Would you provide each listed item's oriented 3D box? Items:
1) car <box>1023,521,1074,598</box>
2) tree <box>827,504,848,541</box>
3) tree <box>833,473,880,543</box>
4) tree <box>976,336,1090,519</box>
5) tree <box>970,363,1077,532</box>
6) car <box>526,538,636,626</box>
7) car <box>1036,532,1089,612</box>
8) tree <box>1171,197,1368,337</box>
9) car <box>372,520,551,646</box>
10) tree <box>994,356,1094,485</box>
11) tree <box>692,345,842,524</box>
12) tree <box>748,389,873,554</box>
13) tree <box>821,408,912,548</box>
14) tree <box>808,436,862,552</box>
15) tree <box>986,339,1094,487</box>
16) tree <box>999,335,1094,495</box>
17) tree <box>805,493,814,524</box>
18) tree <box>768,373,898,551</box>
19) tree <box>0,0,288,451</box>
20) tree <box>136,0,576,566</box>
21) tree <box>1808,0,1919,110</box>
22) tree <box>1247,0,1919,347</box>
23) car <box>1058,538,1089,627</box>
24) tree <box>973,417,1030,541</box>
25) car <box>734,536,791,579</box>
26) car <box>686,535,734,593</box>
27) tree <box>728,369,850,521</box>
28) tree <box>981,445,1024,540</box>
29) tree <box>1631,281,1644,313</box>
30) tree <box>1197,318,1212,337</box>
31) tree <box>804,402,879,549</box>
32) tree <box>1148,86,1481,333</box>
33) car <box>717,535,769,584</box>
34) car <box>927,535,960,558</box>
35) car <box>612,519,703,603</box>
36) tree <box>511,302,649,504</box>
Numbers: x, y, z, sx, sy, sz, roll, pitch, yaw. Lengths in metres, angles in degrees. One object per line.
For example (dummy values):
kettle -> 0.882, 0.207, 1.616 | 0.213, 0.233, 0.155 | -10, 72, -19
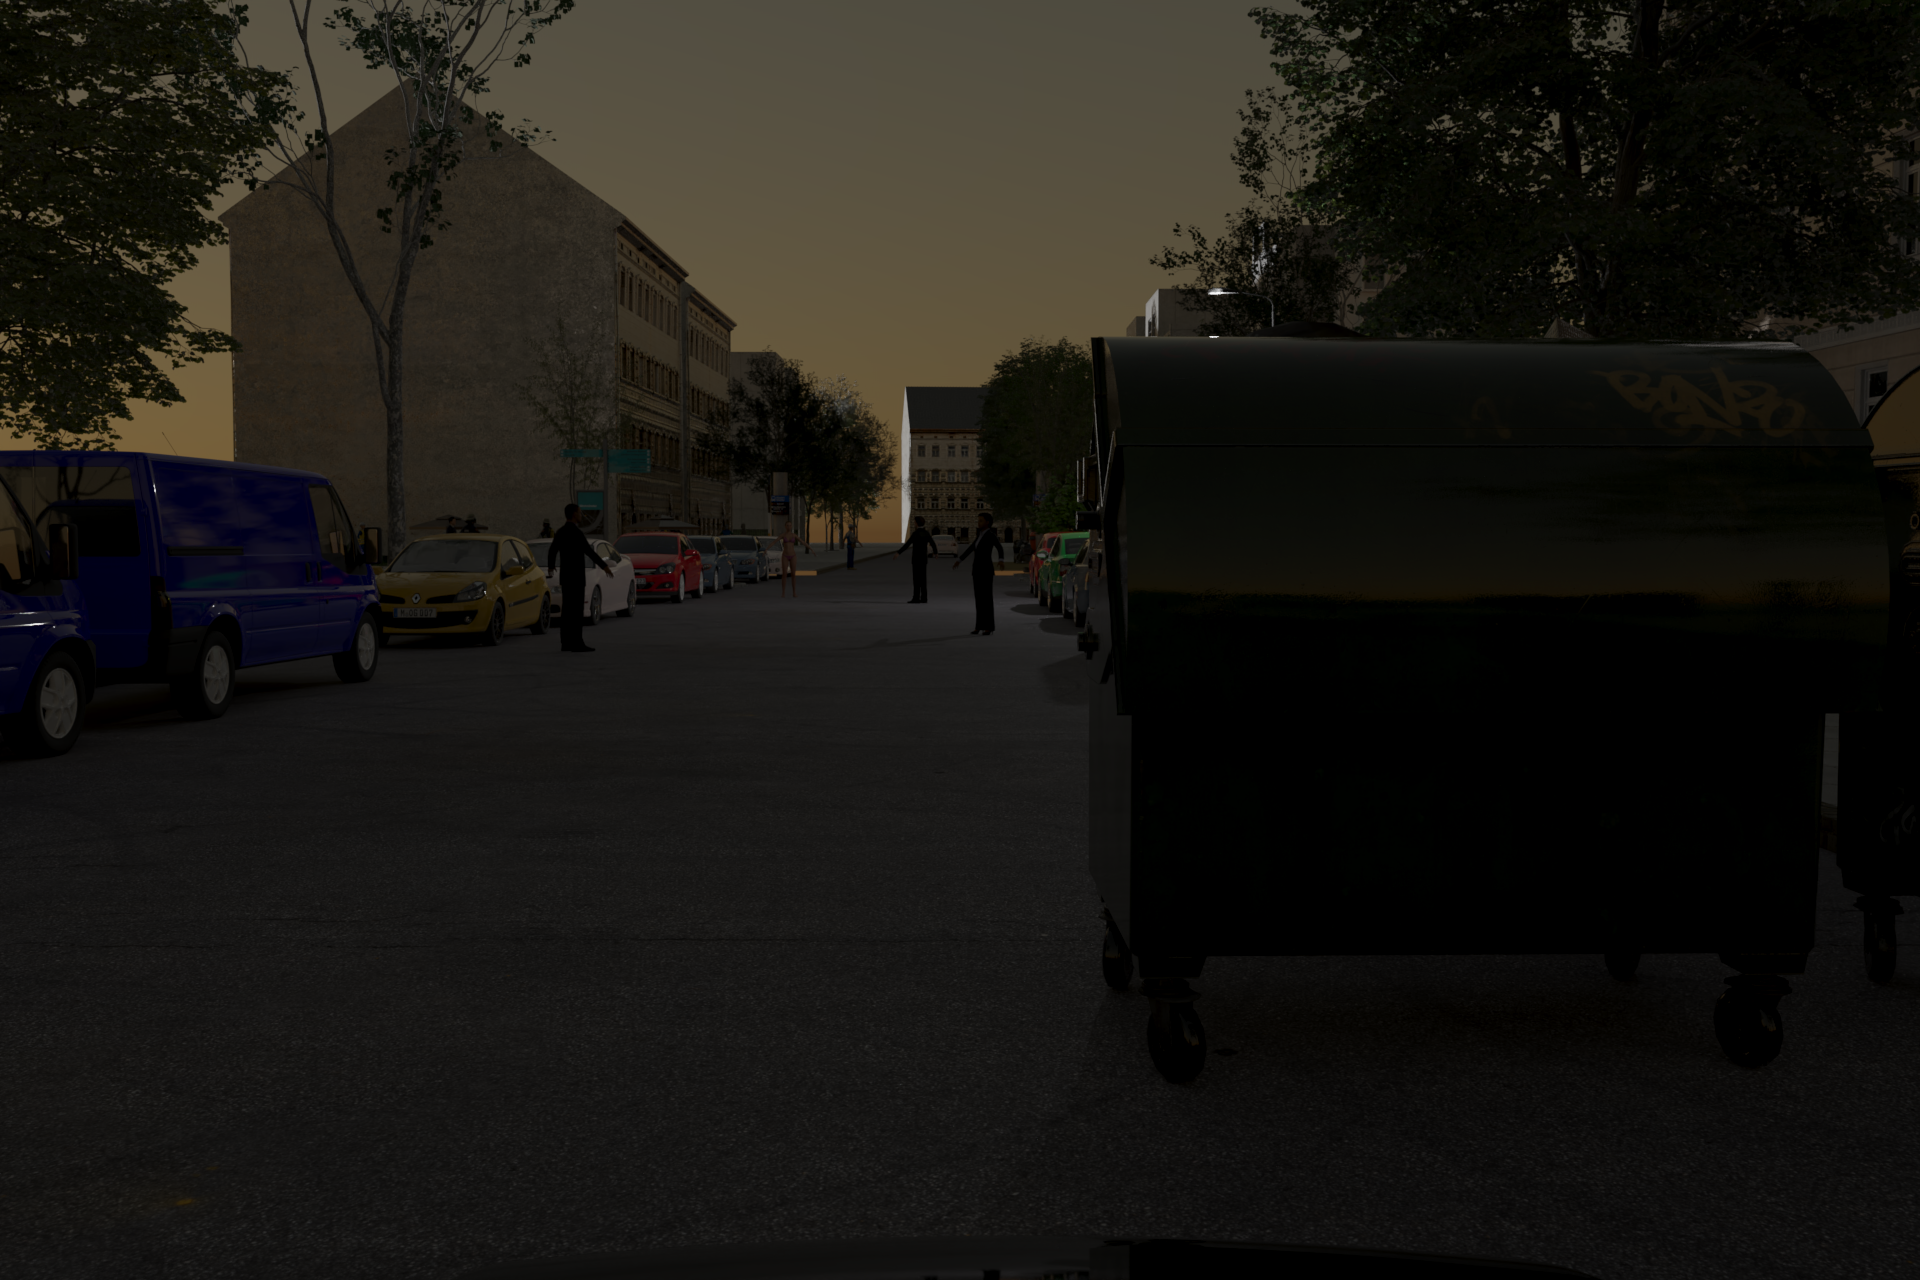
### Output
car -> 2.558, -1.921, 40.454 | 2.155, 1.783, 4.494 | 0, 4, 0
tree -> -17.796, -18.829, 258.210 | 4.360, 8.622, 3.978 | 0, 3, 0
tree -> -15.111, -19.908, 251.253 | 9.928, 11.665, 9.643 | 0, 3, 0
tree -> 5.626, -12.462, 110.411 | 9.857, 13.997, 8.962 | 0, 3, 0
tree -> 5.257, -13.299, 124.090 | 9.857, 13.997, 8.962 | 0, 3, 0
car -> -6.594, -0.994, 28.620 | 2.083, 1.381, 4.827 | 0, 4, 1
car -> 2.473, -1.484, 33.061 | 1.959, 1.807, 4.718 | 0, 4, -1
tree -> 8.670, -7.001, 48.879 | 7.601, 10.594, 8.767 | -1, 4, -20
car -> -6.748, -0.804, 23.365 | 2.015, 1.641, 3.980 | 0, 4, 0
tree -> 6.009, -10.682, 100.410 | 9.928, 11.665, 9.643 | 0, 3, 0
tree -> -9.650, -9.284, 86.201 | 8.767, 10.594, 7.601 | 1, 4, 15
tree -> -9.857, -10.802, 111.028 | 8.767, 10.594, 7.601 | 0, 4, -5
tree -> -9.972, -15.374, 161.733 | 12.009, 13.543, 11.850 | 0, 3, 0
tree -> -9.337, -10.613, 123.878 | 4.737, 8.622, 4.395 | 0, 3, 0
tree -> 5.415, -10.094, 90.800 | 9.928, 11.665, 9.643 | 0, 3, 0
tree -> 3.403, -6.944, 63.890 | 4.360, 8.622, 3.978 | 0, 3, 0
tree -> -24.204, -20.413, 251.875 | 7.486, 12.596, 7.792 | 0, 3, 0
tree -> -9.764, -13.565, 132.159 | 12.009, 13.543, 11.850 | 0, 3, 0
tree -> -12.795, -6.373, 22.320 | 7.486, 12.596, 7.792 | 0, 3, 0
tree -> -13.688, -11.153, 38.246 | 12.611, 20.169, 13.585 | 0, 3, 0
tree -> 9.222, -5.198, 10.739 | 9.928, 11.665, 9.643 | 0, 3, 0
tree -> 8.766, -7.141, 23.410 | 9.857, 13.997, 8.962 | 0, 3, 0
car -> 2.619, -0.975, 27.942 | 2.014, 1.417, 4.499 | 0, 4, 0
tree -> 5.869, -15.529, 160.553 | 9.857, 13.997, 8.962 | 0, 3, 0
car -> -6.486, -2.711, 56.692 | 2.083, 1.381, 4.827 | 0, 3, 0
car -> -6.754, -1.927, 43.506 | 2.014, 1.417, 4.499 | 0, 4, 1
tree -> -9.970, -9.991, 97.759 | 8.767, 10.594, 7.601 | 3, 4, 37
tree -> 5.273, -13.703, 149.800 | 9.928, 11.665, 9.643 | 0, 3, 0
tree -> 27.250, -9.021, 65.621 | 7.486, 12.596, 7.792 | 0, 3, 0
tree -> 9.058, -6.698, 59.869 | 4.737, 8.622, 4.395 | 0, 3, 0
tree -> -10.382, -13.928, 145.857 | 7.486, 12.596, 7.792 | 0, 3, 0
tree -> 14.924, -13.375, 74.566 | 12.611, 20.169, 13.585 | 0, 3, 0
car -> -6.697, -2.415, 51.493 | 2.014, 1.417, 4.499 | 0, 4, 0
car -> -1.037, -5.711, 105.741 | 2.083, 1.381, 4.827 | 0, 4, 0
car -> -6.630, -1.717, 37.116 | 2.155, 1.783, 4.494 | 0, 4, 0
tree -> -12.689, -6.459, 55.962 | 4.360, 8.622, 3.978 | 0, 3, 0
